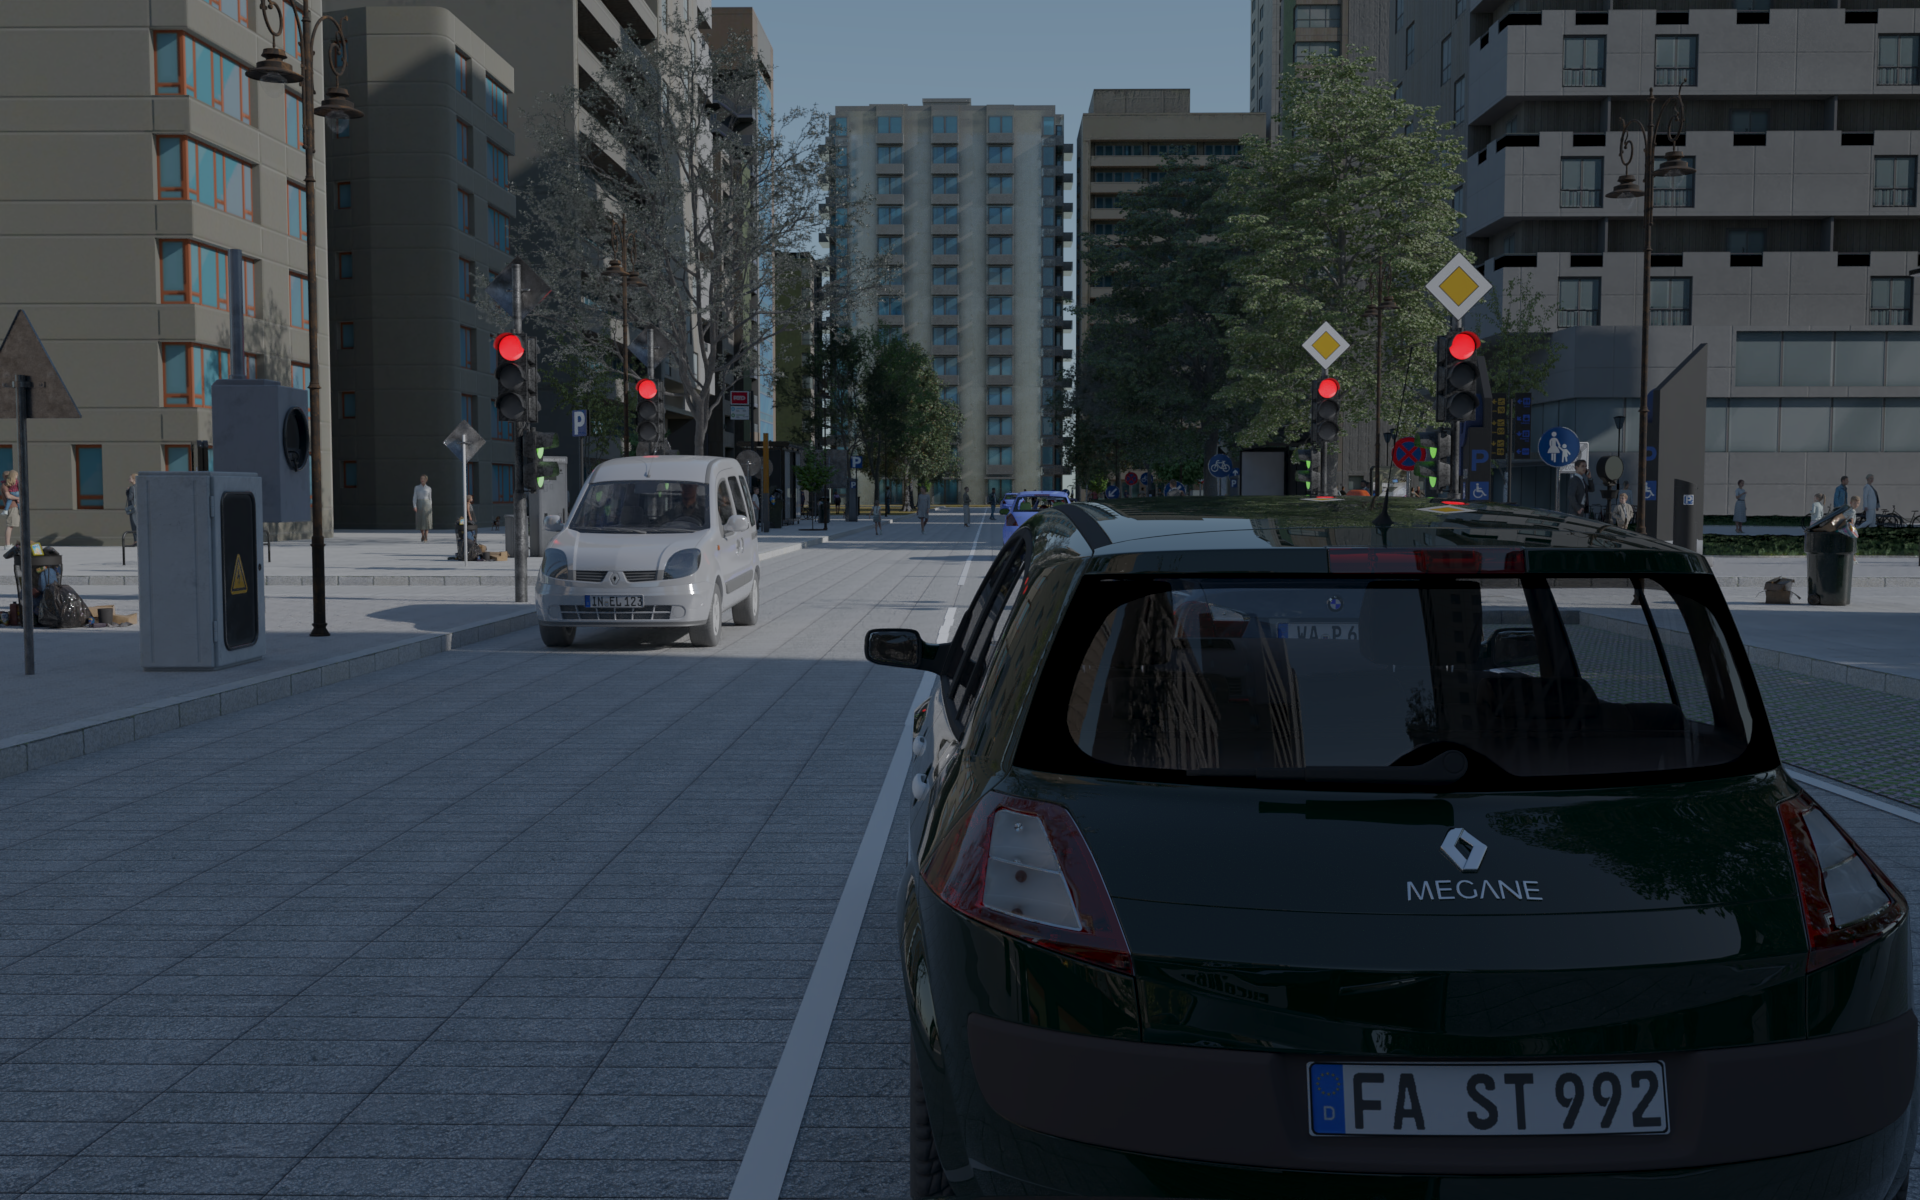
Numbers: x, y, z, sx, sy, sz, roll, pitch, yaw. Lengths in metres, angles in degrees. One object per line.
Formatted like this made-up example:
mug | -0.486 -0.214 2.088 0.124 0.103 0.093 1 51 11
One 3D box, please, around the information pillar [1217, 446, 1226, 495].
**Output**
information pillar | 12.827 -5.721 84.895 0.504 3.616 0.183 -2 4 -26

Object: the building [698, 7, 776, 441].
building | -24.894 -31.081 158.292 14.200 45.320 14.600 0 4 1

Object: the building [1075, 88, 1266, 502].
building | 24.829 -35.906 210.767 21.600 48.544 21.300 0 4 1

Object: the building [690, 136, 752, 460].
building | -24.805 -22.514 139.799 14.160 30.474 14.107 0 4 1

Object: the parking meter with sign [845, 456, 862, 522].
parking meter with sign | -5.007 -5.154 80.530 0.543 3.016 1.738 -1 4 -17

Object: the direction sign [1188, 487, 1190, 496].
direction sign | 10.765 -5.465 81.342 0.876 3.537 0.379 -1 4 -22

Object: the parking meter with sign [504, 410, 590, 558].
parking meter with sign | -8.437 -2.391 35.360 1.738 3.016 0.543 -3 5 -44

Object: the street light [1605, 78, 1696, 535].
street light | 7.854 -2.879 19.858 0.468 5.910 1.993 0 4 1

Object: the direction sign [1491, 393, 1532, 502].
direction sign | 12.311 -2.862 38.797 0.876 3.537 0.379 1 4 14

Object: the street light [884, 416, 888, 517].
street light | -4.181 -7.640 97.694 0.468 5.910 1.993 0 4 1

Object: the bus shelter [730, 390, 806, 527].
bus shelter | -7.770 -5.640 69.849 2.179 5.291 8.768 0 4 1

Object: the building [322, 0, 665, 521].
building | -27.928 -28.445 88.784 21.300 48.544 21.600 0 4 1

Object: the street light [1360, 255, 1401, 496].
street light | 8.152 -3.729 33.758 0.468 5.910 1.993 0 4 1

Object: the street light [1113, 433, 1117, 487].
street light | 9.297 -7.963 102.990 0.468 5.910 1.993 0 4 1

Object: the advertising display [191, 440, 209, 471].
advertising display | -9.224 -0.969 21.056 0.123 1.923 0.974 -2 4 -28

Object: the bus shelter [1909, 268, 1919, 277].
bus shelter | 10.785 -1.465 15.233 1.731 3.624 6.357 0 4 1

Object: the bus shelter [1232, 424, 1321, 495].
bus shelter | 9.637 -3.588 52.583 2.014 3.302 5.546 0 4 1

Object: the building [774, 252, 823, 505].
building | -24.014 -26.682 207.949 14.107 30.474 14.160 0 4 1

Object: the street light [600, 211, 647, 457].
street light | -5.533 -3.418 28.680 0.468 5.910 1.993 0 4 1

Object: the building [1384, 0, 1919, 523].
building | 38.287 -30.524 88.304 28.713 52.752 27.495 0 4 1

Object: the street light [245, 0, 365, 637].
street light | -5.786 -2.611 15.477 0.468 5.910 1.993 0 4 1

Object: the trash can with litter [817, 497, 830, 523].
trash can with litter | -6.083 -3.967 76.249 0.624 1.170 1.055 -1 4 -18

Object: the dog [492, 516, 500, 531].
dog | -16.321 -2.699 60.966 0.540 0.507 0.406 1 4 17

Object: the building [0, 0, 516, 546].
building | -32.172 -12.933 56.494 27.650 21.520 28.899 0 4 1

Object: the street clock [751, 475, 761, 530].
street clock | -7.341 -3.532 62.321 0.358 2.002 0.471 0 4 5

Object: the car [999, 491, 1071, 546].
car | 1.828 -1.766 38.472 1.945 1.707 3.694 0 4 3

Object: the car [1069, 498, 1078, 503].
car | 2.760 -2.259 49.520 1.945 1.354 3.894 0 4 3

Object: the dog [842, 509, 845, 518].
dog | -6.070 -4.654 92.927 0.406 0.507 0.540 0 4 8

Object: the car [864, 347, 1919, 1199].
car | 0.733 0.322 4.522 2.009 1.686 4.222 0 4 -1

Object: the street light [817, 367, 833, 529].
street light | -4.927 -5.536 63.301 0.468 5.910 1.993 0 4 1

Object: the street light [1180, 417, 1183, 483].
street light | 8.762 -5.860 68.593 0.468 5.910 1.993 0 4 1

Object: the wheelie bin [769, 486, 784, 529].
wheelie bin | -6.963 -3.471 64.667 0.693 1.594 0.980 -1 4 -23

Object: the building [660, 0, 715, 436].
building | -31.877 -32.318 117.639 28.713 52.752 27.495 0 4 1

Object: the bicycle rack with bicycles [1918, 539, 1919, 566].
bicycle rack with bicycles | 18.404 -1.030 30.228 2.925 0.926 2.852 -2 4 -24

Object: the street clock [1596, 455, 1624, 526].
street clock | 12.203 -1.712 32.567 0.471 2.002 0.358 -2 4 -24

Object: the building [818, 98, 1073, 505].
building | -1.638 -36.254 212.362 30.456 49.044 23.786 0 4 1

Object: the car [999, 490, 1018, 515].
car | 3.636 -6.730 119.618 1.945 1.707 3.694 0 4 -1

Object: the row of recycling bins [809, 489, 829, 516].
row of recycling bins | -8.333 -5.814 102.175 1.069 1.692 3.534 0 4 4

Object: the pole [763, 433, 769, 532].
pole | -6.471 -3.914 57.831 0.158 3.312 0.155 0 3 0

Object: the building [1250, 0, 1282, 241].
building | 46.593 -47.165 209.399 20.611 71.187 20.563 0 4 1

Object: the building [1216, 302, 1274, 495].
building | 37.976 -18.680 150.462 27.650 21.520 28.899 0 4 1

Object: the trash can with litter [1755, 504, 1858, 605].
trash can with litter | 9.819 -0.532 20.080 1.055 1.170 0.624 2 4 29

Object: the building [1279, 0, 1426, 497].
building | 30.494 -27.180 127.987 14.154 41.232 14.086 0 4 1

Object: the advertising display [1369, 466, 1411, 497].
advertising display | 9.825 -2.101 39.563 0.974 1.923 0.123 -1 4 -12

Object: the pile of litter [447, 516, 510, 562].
pile of litter | -9.348 -1.202 33.622 1.176 0.858 1.719 -1 4 -16

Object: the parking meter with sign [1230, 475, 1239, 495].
parking meter with sign | 11.156 -4.473 69.389 1.738 3.016 0.543 -3 5 -42

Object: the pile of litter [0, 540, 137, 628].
pile of litter | -8.878 -0.187 17.027 1.719 0.858 1.176 3 4 36
